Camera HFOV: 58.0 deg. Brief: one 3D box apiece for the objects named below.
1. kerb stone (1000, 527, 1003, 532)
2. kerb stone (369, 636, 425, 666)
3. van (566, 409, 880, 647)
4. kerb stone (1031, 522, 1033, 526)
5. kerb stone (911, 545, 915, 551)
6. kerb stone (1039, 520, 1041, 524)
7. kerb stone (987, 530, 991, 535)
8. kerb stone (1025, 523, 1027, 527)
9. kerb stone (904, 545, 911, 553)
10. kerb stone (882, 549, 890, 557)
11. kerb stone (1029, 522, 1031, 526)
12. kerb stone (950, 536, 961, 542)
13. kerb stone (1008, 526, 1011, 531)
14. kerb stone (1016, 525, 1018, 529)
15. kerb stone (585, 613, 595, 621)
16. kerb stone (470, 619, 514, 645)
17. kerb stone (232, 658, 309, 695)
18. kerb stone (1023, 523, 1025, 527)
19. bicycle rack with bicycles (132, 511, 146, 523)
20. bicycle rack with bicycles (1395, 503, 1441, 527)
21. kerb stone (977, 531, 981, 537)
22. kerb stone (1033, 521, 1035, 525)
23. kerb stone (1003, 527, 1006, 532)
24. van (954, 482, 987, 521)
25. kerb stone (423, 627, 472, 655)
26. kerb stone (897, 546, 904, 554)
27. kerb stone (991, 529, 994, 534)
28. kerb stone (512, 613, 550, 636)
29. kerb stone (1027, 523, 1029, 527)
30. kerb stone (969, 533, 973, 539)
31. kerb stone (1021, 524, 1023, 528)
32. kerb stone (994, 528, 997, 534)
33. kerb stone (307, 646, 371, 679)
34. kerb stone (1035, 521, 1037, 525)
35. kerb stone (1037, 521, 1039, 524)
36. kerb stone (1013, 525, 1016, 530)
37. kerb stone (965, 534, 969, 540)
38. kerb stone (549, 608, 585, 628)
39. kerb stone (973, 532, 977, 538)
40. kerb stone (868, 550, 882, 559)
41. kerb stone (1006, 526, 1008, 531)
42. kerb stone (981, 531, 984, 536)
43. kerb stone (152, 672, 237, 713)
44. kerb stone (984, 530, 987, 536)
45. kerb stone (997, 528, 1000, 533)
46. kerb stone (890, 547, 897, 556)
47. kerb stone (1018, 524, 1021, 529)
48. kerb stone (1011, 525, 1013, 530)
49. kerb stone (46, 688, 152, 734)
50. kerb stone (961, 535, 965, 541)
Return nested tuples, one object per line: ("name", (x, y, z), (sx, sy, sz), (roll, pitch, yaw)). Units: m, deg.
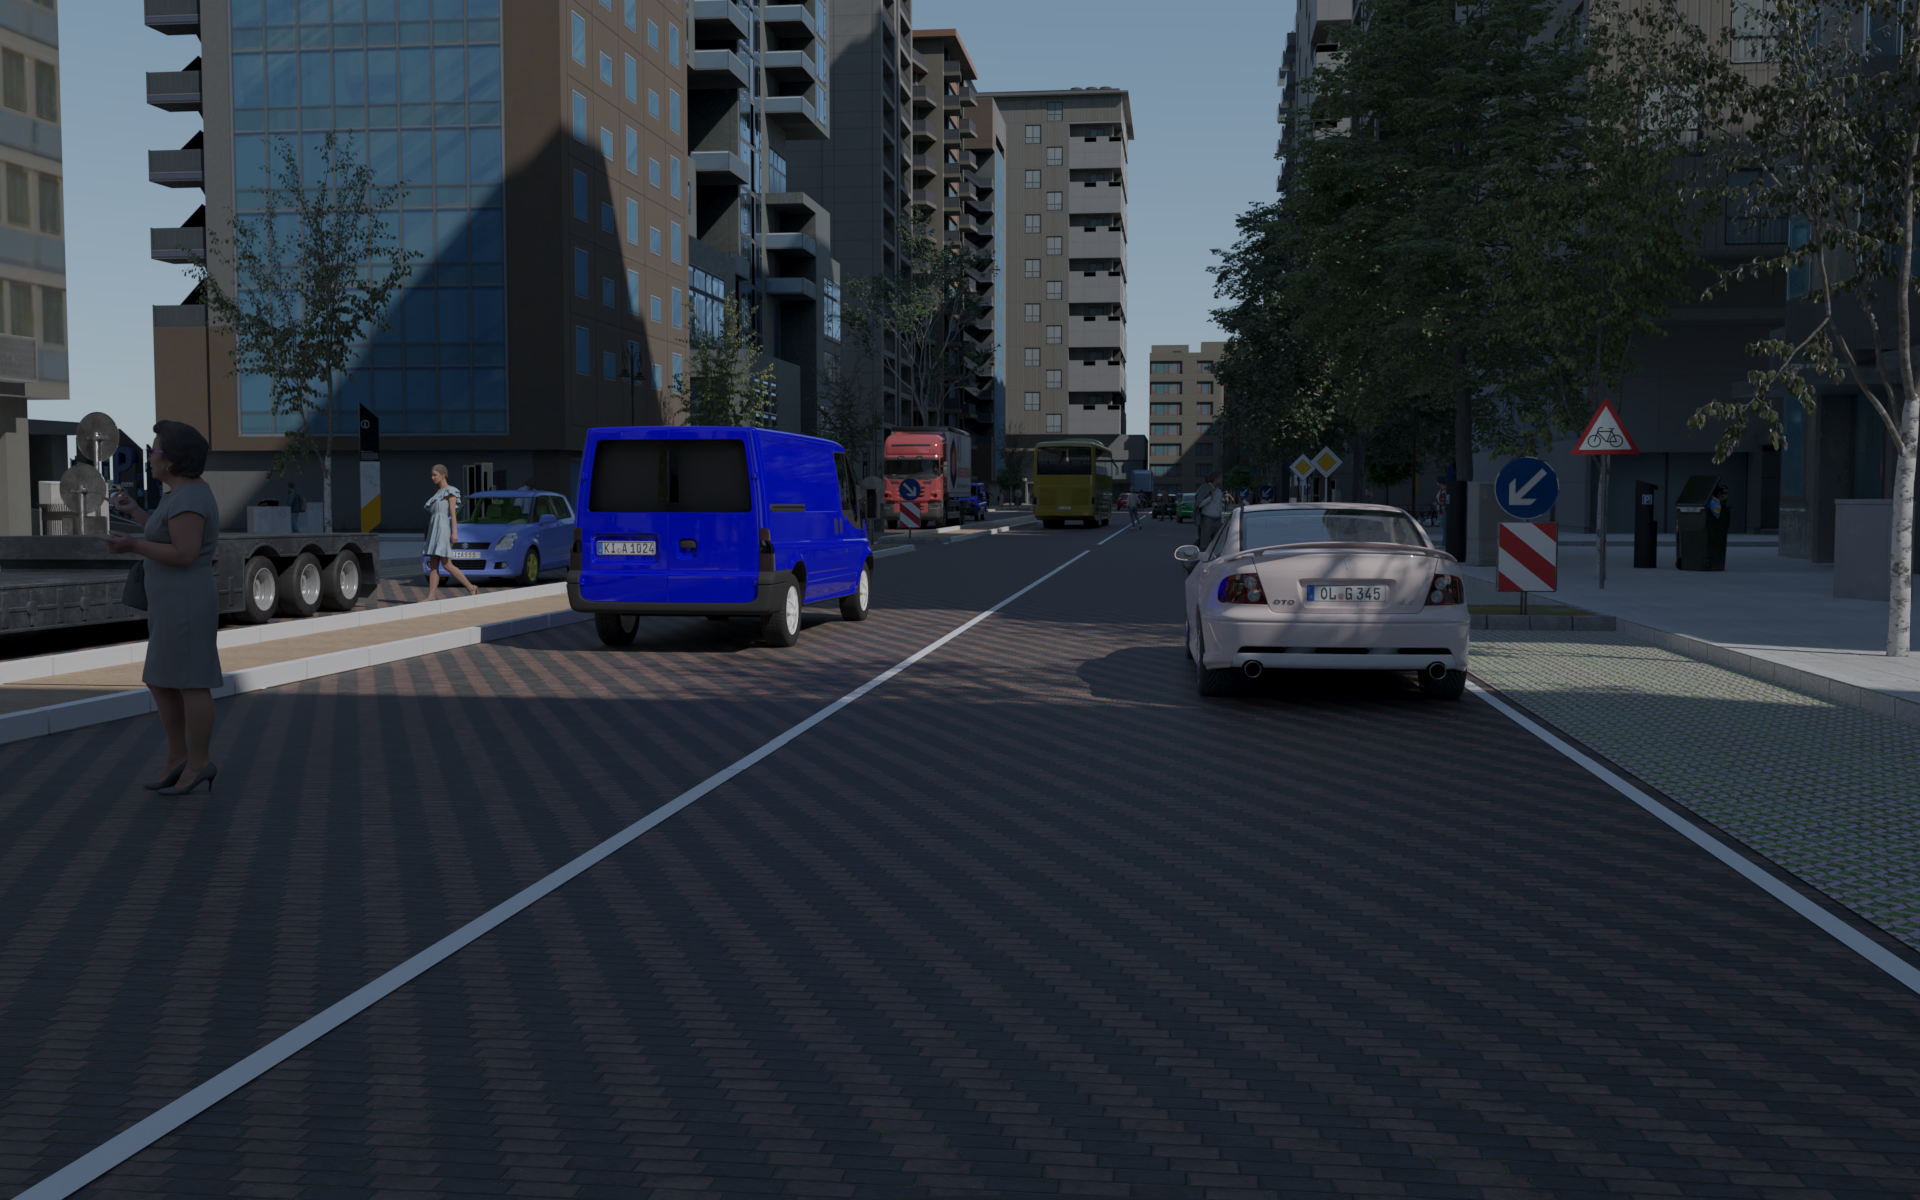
("kerb stone", (1.385, -2.572, 64.247), (0.120, 0.150, 1.000), (0, 4, 7))
("kerb stone", (-4.891, 0.447, 14.881), (0.120, 0.150, 1.000), (0, 4, 7))
("van", (-2.236, -0.830, 17.950), (2.240, 2.365, 5.245), (1, 4, 8))
("kerb stone", (3.069, -3.379, 77.476), (0.120, 0.150, 1.000), (0, 4, 7))
("kerb stone", (-1.270, -1.294, 43.349), (0.120, 0.150, 1.000), (0, 4, 7))
("kerb stone", (3.582, -3.630, 81.547), (0.120, 0.150, 1.000), (0, 4, 7))
("kerb stone", (0.868, -2.323, 60.182), (0.120, 0.150, 1.000), (0, 4, 7))
("kerb stone", (2.675, -3.194, 74.423), (0.120, 0.150, 1.000), (0, 4, 7))
("kerb stone", (-1.408, -1.229, 42.336), (0.120, 0.150, 1.000), (0, 4, 7))
("kerb stone", (-1.792, -1.045, 39.288), (0.120, 0.150, 1.000), (0, 4, 7))
("kerb stone", (2.936, -3.319, 76.462), (0.120, 0.150, 1.000), (0, 4, 7))
("kerb stone", (-0.169, -1.825, 52.026), (0.120, 0.150, 1.000), (0, 4, 7))
("kerb stone", (1.774, -2.757, 67.302), (0.120, 0.150, 1.000), (0, 4, 7))
("kerb stone", (2.160, -2.946, 70.356), (0.120, 0.150, 1.000), (0, 4, 7))
("kerb stone", (-4.247, 0.138, 19.975), (0.120, 0.150, 1.000), (0, 4, 7))
("kerb stone", (-4.633, 0.323, 16.917), (0.120, 0.150, 1.000), (0, 4, 7))
("kerb stone", (-5.161, 0.572, 12.854), (0.120, 0.150, 1.000), (0, 4, 7))
("kerb stone", (2.549, -3.129, 73.409), (0.120, 0.150, 1.000), (0, 4, 7))
("bicycle rack with bicycles", (-33.373, -3.324, 67.728), (2.852, 0.926, 2.925), (2, 4, 23))
("bicycle rack with bicycles", (18.468, -3.319, 67.642), (2.852, 0.926, 2.925), (-2, 4, -28))
("kerb stone", (0.477, -2.136, 57.116), (0.120, 0.150, 1.000), (0, 4, 7))
("kerb stone", (3.193, -3.433, 78.495), (0.120, 0.150, 1.000), (0, 4, 7))
("kerb stone", (1.514, -2.635, 65.270), (0.120, 0.150, 1.000), (0, 4, 7))
("van", (0.280, -5.442, 93.363), (2.240, 2.365, 5.245), (0, 4, 6))
("kerb stone", (-4.766, 0.386, 15.895), (0.120, 0.150, 1.000), (0, 4, 7))
("kerb stone", (-1.535, -1.168, 41.319), (0.120, 0.150, 1.000), (0, 4, 7))
("kerb stone", (0.991, -2.384, 61.197), (0.120, 0.150, 1.000), (0, 4, 7))
("kerb stone", (-4.510, 0.262, 17.946), (0.120, 0.150, 1.000), (0, 4, 7))
("kerb stone", (2.813, -3.257, 75.440), (0.120, 0.150, 1.000), (0, 4, 7))
("kerb stone", (0.214, -2.010, 55.084), (0.120, 0.150, 1.000), (0, 4, 7))
("kerb stone", (2.417, -3.070, 72.391), (0.120, 0.150, 1.000), (0, 4, 7))
("kerb stone", (1.129, -2.445, 62.213), (0.120, 0.150, 1.000), (0, 4, 7))
("kerb stone", (-5.028, 0.509, 13.867), (0.120, 0.150, 1.000), (0, 4, 7))
("kerb stone", (3.324, -3.505, 79.510), (0.120, 0.150, 1.000), (0, 4, 7))
("kerb stone", (3.453, -3.567, 80.524), (0.120, 0.150, 1.000), (0, 4, 7))
("kerb stone", (2.031, -2.883, 69.334), (0.120, 0.150, 1.000), (0, 4, 7))
("kerb stone", (0.089, -1.940, 54.066), (0.120, 0.150, 1.000), (0, 4, 7))
("kerb stone", (-4.367, 0.198, 18.960), (0.120, 0.150, 1.000), (0, 4, 7))
("kerb stone", (0.348, -2.074, 56.097), (0.120, 0.150, 1.000), (0, 4, 7))
("kerb stone", (-1.927, -0.983, 38.273), (0.120, 0.150, 1.000), (0, 4, 7))
("kerb stone", (1.644, -2.696, 66.288), (0.120, 0.150, 1.000), (0, 4, 7))
("kerb stone", (0.602, -2.199, 58.145), (0.120, 0.150, 1.000), (0, 4, 7))
("kerb stone", (-5.291, 0.637, 11.841), (0.120, 0.150, 1.000), (0, 4, 7))
("kerb stone", (0.733, -2.261, 59.160), (0.120, 0.150, 1.000), (0, 4, 7))
("kerb stone", (1.251, -2.509, 63.234), (0.120, 0.150, 1.000), (0, 4, 7))
("kerb stone", (-1.662, -1.107, 40.302), (0.120, 0.150, 1.000), (0, 4, 7))
("kerb stone", (2.293, -3.008, 71.377), (0.120, 0.150, 1.000), (0, 4, 7))
("kerb stone", (1.897, -2.821, 68.320), (0.120, 0.150, 1.000), (0, 4, 7))
("kerb stone", (-5.417, 0.696, 10.823), (0.120, 0.150, 1.000), (0, 4, 7))
("kerb stone", (-0.035, -1.882, 53.043), (0.120, 0.150, 1.000), (0, 4, 7))
